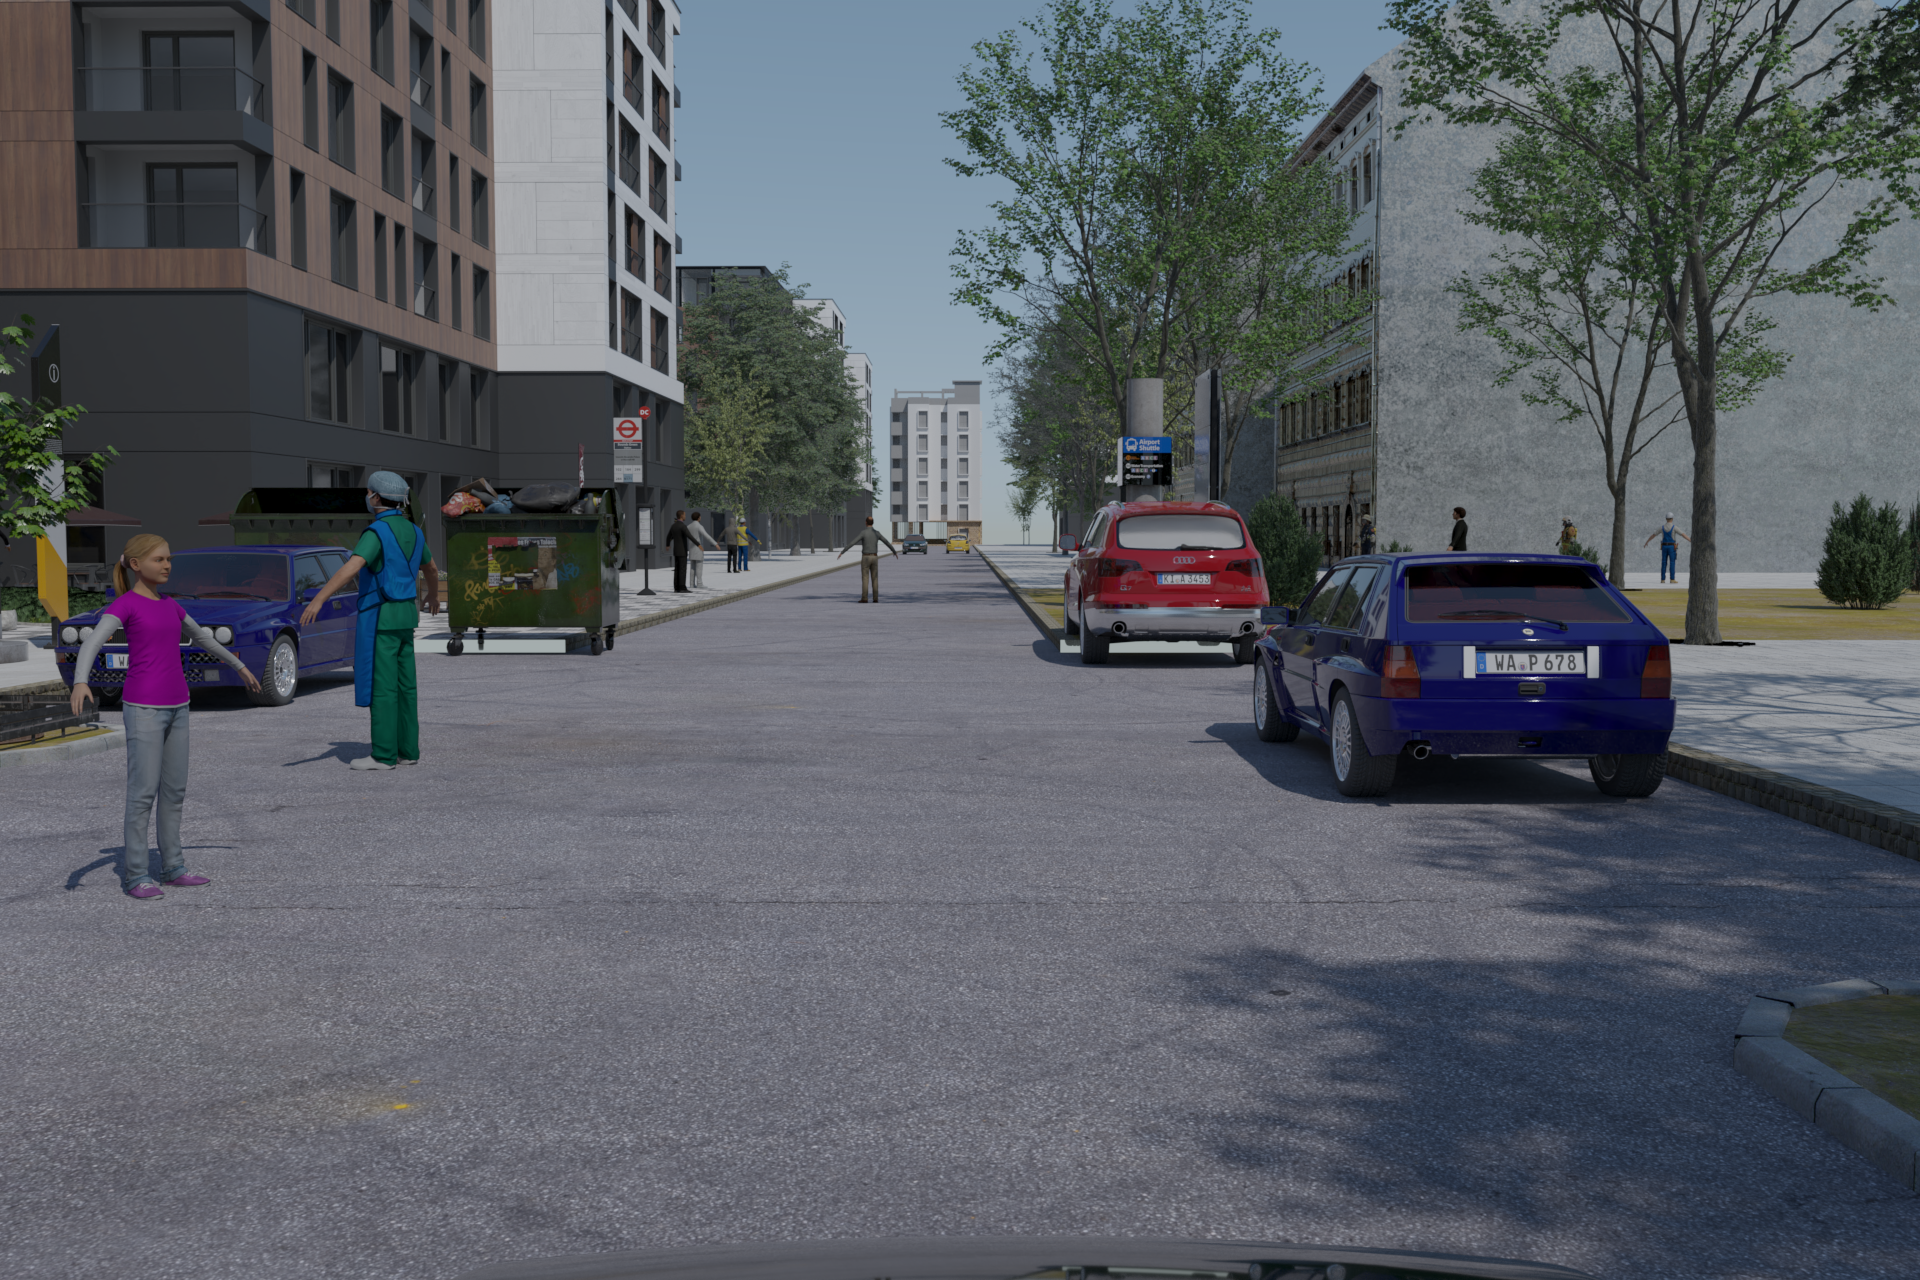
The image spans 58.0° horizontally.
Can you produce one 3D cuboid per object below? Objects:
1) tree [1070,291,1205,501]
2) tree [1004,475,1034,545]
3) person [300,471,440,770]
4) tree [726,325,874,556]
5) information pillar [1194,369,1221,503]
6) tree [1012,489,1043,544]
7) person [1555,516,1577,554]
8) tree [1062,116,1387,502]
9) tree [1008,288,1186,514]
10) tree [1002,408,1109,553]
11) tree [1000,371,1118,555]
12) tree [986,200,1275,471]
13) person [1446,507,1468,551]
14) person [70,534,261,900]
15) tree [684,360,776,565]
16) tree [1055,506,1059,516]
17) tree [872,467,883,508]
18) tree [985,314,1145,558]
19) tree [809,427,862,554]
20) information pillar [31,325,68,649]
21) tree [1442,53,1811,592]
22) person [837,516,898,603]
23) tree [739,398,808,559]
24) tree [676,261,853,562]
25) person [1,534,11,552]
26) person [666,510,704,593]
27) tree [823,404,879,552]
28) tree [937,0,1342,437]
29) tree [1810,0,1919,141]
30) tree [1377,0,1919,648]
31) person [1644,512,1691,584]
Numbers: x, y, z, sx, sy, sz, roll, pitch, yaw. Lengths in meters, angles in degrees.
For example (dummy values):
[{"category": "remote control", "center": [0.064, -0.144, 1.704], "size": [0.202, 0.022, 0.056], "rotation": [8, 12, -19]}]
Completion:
[{"category": "tree", "center": [5.594, -6.152, 50.947], "size": [4.737, 8.622, 4.395], "rotation": [0, 3, 0]}, {"category": "tree", "center": [8.065, -16.031, 212.466], "size": [4.360, 8.622, 3.978], "rotation": [0, 3, 0]}, {"category": "person", "center": [-3.534, -0.125, 10.633], "size": [0.704, 1.817, 1.347], "rotation": [1, 4, 16]}, {"category": "tree", "center": [-9.730, -11.897, 101.175], "size": [9.857, 13.997, 8.962], "rotation": [0, 3, 0]}, {"category": "information pillar", "center": [3.626, -2.087, 25.443], "size": [0.184, 3.620, 1.656], "rotation": [0, 4, 1]}, {"category": "tree", "center": [8.488, -16.410, 218.669], "size": [4.737, 8.622, 4.395], "rotation": [0, 3, 0]}, {"category": "person", "center": [18.880, -2.945, 53.914], "size": [0.705, 1.858, 1.354], "rotation": [0, 3, 0]}, {"category": "tree", "center": [6.333, -7.107, 41.949], "size": [9.928, 11.665, 9.643], "rotation": [0, 3, 0]}, {"category": "tree", "center": [5.785, -8.987, 72.698], "size": [9.928, 11.665, 9.643], "rotation": [0, 3, 0]}, {"category": "tree", "center": [6.493, -11.712, 117.251], "size": [9.928, 11.665, 9.643], "rotation": [0, 3, 0]}, {"category": "tree", "center": [6.131, -11.441, 105.192], "size": [7.486, 12.596, 7.792], "rotation": [0, 3, 0]}, {"category": "tree", "center": [6.129, -9.247, 61.561], "size": [12.009, 13.543, 11.850], "rotation": [0, 3, 0]}, {"category": "person", "center": [9.623, -1.672, 33.529], "size": [0.705, 1.806, 1.347], "rotation": [2, 4, 24]}, {"category": "person", "center": [-3.153, 0.296, 6.889], "size": [0.599, 1.433, 0.991], "rotation": [1, 4, 17]}, {"category": "tree", "center": [-9.538, -7.462, 72.365], "size": [4.737, 8.622, 4.395], "rotation": [0, 3, 0]}, {"category": "tree", "center": [14.418, -16.333, 217.409], "size": [4.360, 8.622, 3.978], "rotation": [0, 3, 0]}, {"category": "tree", "center": [-13.268, -18.381, 218.652], "size": [7.486, 12.596, 7.792], "rotation": [0, 3, 0]}, {"category": "tree", "center": [6.368, -11.049, 91.022], "size": [12.009, 13.543, 11.850], "rotation": [0, 3, 0]}, {"category": "tree", "center": [-9.913, -10.885, 112.380], "size": [7.601, 10.594, 8.767], "rotation": [0, 4, -3]}, {"category": "information pillar", "center": [-10.105, -1.706, 19.240], "size": [0.183, 3.616, 0.504], "rotation": [0, 4, 0]}, {"category": "tree", "center": [14.773, -6.908, 38.708], "size": [9.928, 11.665, 9.643], "rotation": [0, 3, 0]}, {"category": "person", "center": [-1.885, -1.666, 35.973], "size": [1.348, 1.796, 0.705], "rotation": [-2, 4, -24]}, {"category": "tree", "center": [-10.024, -8.496, 89.274], "size": [4.360, 8.622, 3.978], "rotation": [0, 3, 0]}, {"category": "tree", "center": [-9.721, -10.630, 80.453], "size": [9.857, 13.997, 8.962], "rotation": [0, 3, 0]}, {"category": "person", "center": [-20.004, -1.763, 35.552], "size": [0.721, 1.740, 1.216], "rotation": [1, 4, 20]}, {"category": "person", "center": [-6.047, -1.922, 37.655], "size": [0.704, 1.802, 1.346], "rotation": [-3, 5, -43]}, {"category": "tree", "center": [-9.241, -12.031, 122.458], "size": [9.928, 11.665, 9.643], "rotation": [0, 3, 0]}, {"category": "tree", "center": [3.426, -6.589, 33.491], "size": [9.928, 11.665, 9.643], "rotation": [0, 3, 0]}, {"category": "tree", "center": [8.101, -4.591, 9.473], "size": [7.601, 10.594, 8.767], "rotation": [0, 4, -5]}, {"category": "tree", "center": [8.460, -5.754, 19.826], "size": [9.928, 11.665, 9.643], "rotation": [0, 3, 0]}, {"category": "person", "center": [18.442, -2.396, 45.038], "size": [1.347, 1.847, 0.705], "rotation": [3, 5, 40]}]
